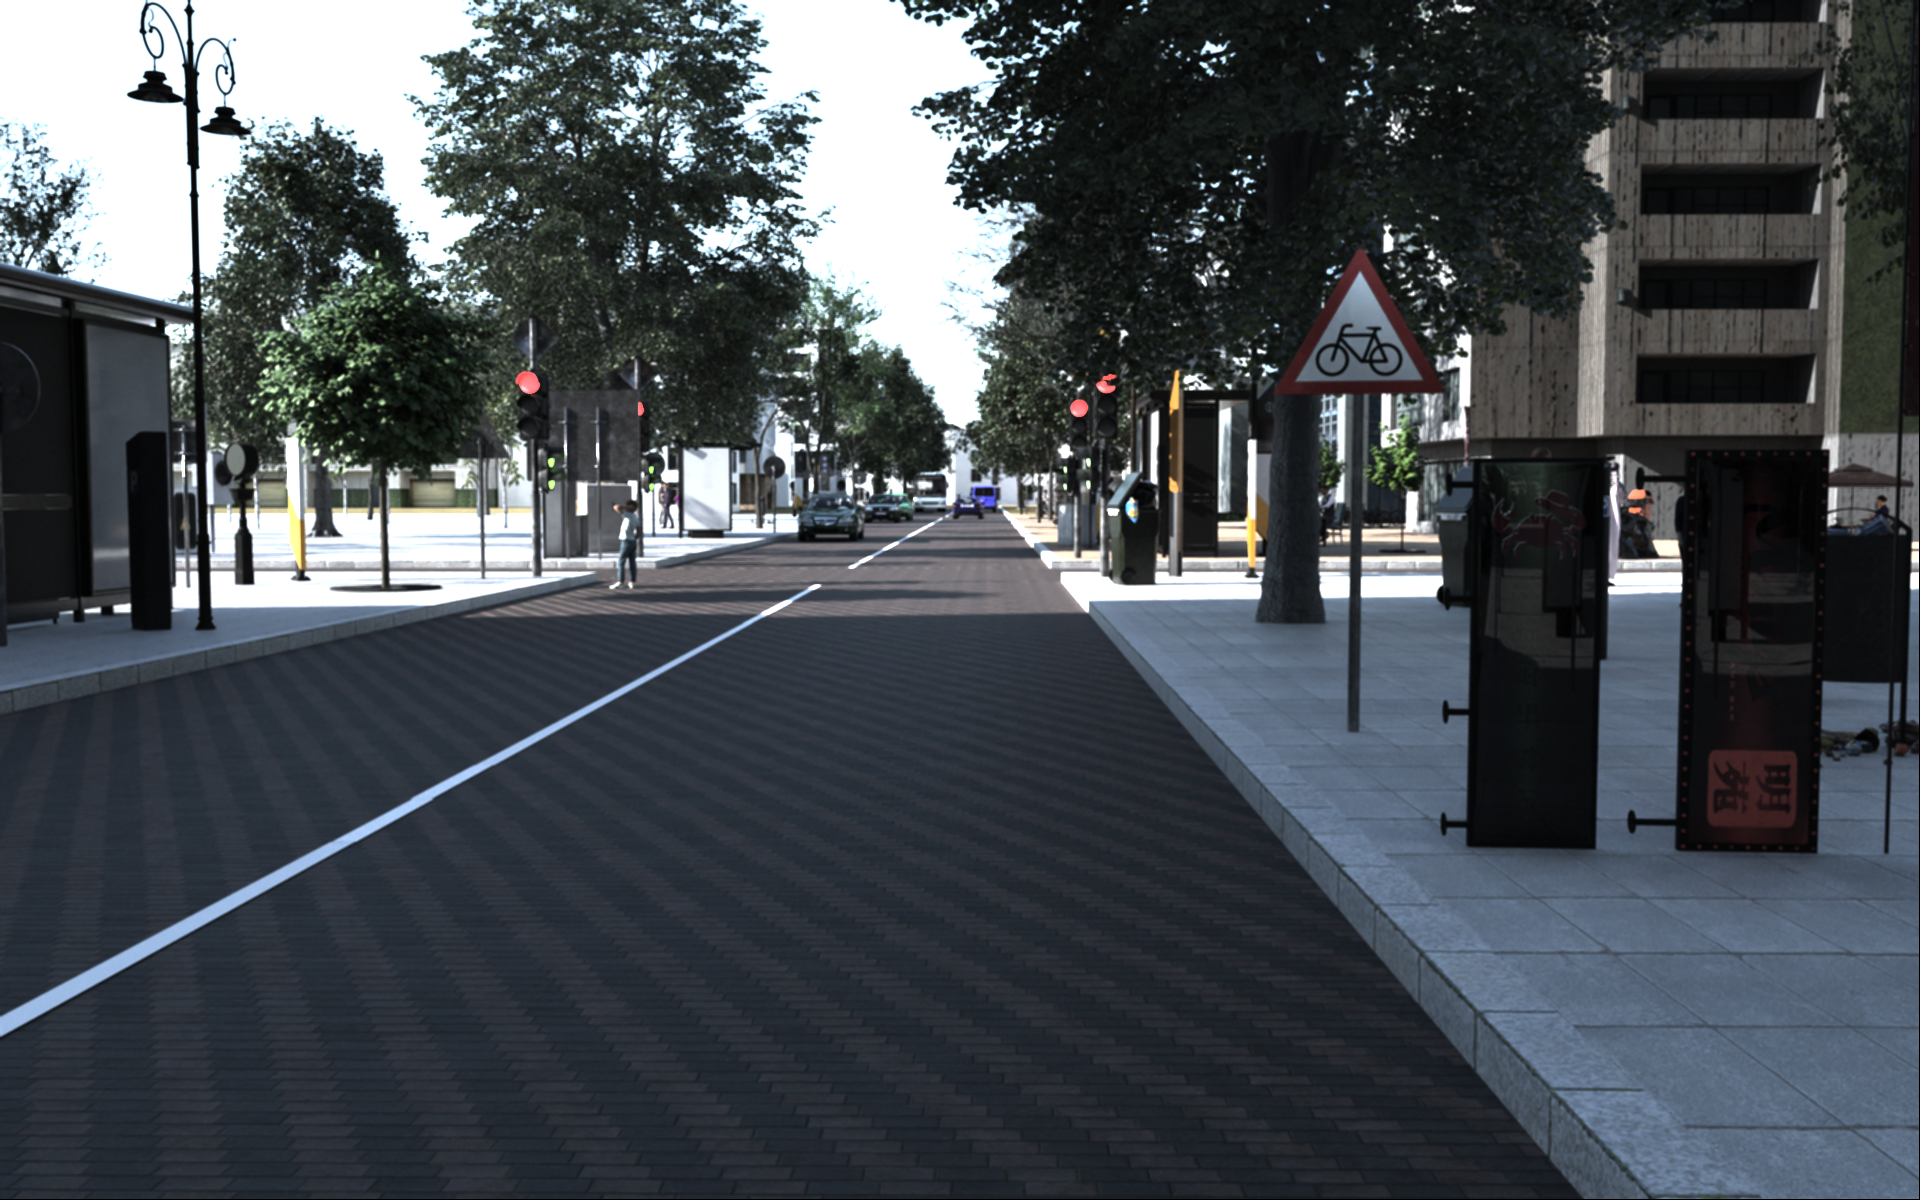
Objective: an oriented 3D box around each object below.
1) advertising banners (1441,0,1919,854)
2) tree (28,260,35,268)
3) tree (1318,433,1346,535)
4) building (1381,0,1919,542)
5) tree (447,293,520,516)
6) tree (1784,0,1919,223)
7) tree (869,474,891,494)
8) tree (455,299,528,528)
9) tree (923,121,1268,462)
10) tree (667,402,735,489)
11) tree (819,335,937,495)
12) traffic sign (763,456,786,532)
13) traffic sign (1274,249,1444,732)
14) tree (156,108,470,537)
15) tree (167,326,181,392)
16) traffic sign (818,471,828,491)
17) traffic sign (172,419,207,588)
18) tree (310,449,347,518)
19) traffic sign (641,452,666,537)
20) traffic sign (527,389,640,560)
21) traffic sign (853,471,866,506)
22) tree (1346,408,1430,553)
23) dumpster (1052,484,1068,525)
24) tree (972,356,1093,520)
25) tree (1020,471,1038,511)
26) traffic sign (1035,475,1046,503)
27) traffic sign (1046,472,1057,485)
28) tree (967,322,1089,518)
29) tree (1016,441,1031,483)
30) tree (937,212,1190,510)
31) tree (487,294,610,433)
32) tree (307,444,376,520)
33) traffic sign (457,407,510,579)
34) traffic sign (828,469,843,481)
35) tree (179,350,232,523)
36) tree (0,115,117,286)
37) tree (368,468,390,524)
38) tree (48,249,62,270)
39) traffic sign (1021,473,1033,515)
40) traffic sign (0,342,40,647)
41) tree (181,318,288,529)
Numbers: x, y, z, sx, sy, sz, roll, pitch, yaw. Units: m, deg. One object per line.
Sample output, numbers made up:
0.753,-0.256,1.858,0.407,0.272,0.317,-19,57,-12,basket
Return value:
2.793,-0.608,6.134,2.074,3.025,0.090,0,4,5,advertising banners
-29.491,-6.320,53.691,4.360,8.622,3.978,0,3,0,tree
11.489,-3.709,55.240,1.663,3.219,1.824,0,3,0,tree
21.313,-17.156,52.196,14.107,30.474,14.160,0,4,1,building
-28.406,-11.813,103.514,12.009,13.543,11.850,0,3,0,tree
10.743,-4.161,18.398,4.360,8.622,3.978,0,3,0,tree
-6.286,-8.822,138.844,1.663,3.219,1.824,0,3,0,tree
-17.149,-6.974,64.388,4.737,8.622,4.395,0,3,0,tree
4.149,-8.619,51.288,12.009,13.543,11.850,0,3,0,tree
-16.341,-9.578,106.965,4.360,8.622,3.978,0,3,0,tree
-5.707,-12.724,125.040,9.611,12.733,9.660,0,3,0,tree
-6.194,-3.529,57.798,0.768,2.556,0.104,0,4,6,traffic sign
2.124,-0.567,9.282,0.884,2.594,0.081,0,4,6,traffic sign
-19.282,-8.245,51.812,9.611,12.733,9.660,0,3,0,tree
-32.284,-7.206,68.176,4.360,8.622,3.978,0,3,0,tree
-7.572,-5.746,94.052,0.768,2.556,0.104,1,4,11,traffic sign
-10.550,-1.314,23.612,0.606,2.300,0.079,0,4,7,traffic sign
-33.591,-8.772,93.790,4.737,8.622,4.395,0,3,0,tree
-9.261,-3.192,52.300,0.768,2.556,0.104,1,4,10,traffic sign
-7.342,-2.437,33.726,2.265,3.308,0.079,0,4,6,traffic sign
-5.662,-5.966,97.653,0.768,2.556,0.104,0,4,1,traffic sign
9.846,-2.667,38.203,1.663,3.219,1.824,0,3,0,tree
4.520,-4.080,72.466,1.264,1.857,1.865,0,4,1,dumpster
4.214,-9.129,83.677,8.767,10.594,7.601,2,4,28,tree
5.107,-8.316,130.560,1.663,3.219,1.824,0,3,0,tree
4.118,-5.304,88.857,0.606,2.300,0.079,0,4,1,traffic sign
5.246,-6.039,98.837,0.768,2.556,0.104,0,4,4,traffic sign
4.224,-10.233,93.058,9.928,11.665,9.643,0,3,0,tree
5.963,-12.954,162.163,4.737,8.622,4.395,0,3,0,tree
4.520,-9.024,64.555,9.611,12.733,9.660,0,3,0,tree
-16.842,-8.489,73.205,8.767,10.594,7.601,2,4,23,tree
-28.745,-9.208,84.962,7.601,10.594,8.767,0,4,7,tree
-7.172,-1.589,25.977,0.884,2.594,0.081,1,4,8,traffic sign
-6.411,-5.450,89.209,0.768,2.556,0.104,1,4,10,traffic sign
-32.871,-7.753,77.120,4.737,8.622,4.395,0,3,0,tree
-23.052,-6.504,40.752,8.767,10.594,7.601,0,4,6,tree
-24.706,-7.550,73.799,4.360,8.622,3.978,0,3,0,tree
-54.090,-11.661,92.480,18.604,14.587,13.155,0,4,-1,tree
4.091,-6.488,106.189,0.768,2.556,0.104,0,4,1,traffic sign
-8.074,-0.881,14.518,0.768,2.556,0.104,0,4,5,traffic sign
-25.896,-6.939,63.813,4.360,8.622,3.978,0,3,0,tree
